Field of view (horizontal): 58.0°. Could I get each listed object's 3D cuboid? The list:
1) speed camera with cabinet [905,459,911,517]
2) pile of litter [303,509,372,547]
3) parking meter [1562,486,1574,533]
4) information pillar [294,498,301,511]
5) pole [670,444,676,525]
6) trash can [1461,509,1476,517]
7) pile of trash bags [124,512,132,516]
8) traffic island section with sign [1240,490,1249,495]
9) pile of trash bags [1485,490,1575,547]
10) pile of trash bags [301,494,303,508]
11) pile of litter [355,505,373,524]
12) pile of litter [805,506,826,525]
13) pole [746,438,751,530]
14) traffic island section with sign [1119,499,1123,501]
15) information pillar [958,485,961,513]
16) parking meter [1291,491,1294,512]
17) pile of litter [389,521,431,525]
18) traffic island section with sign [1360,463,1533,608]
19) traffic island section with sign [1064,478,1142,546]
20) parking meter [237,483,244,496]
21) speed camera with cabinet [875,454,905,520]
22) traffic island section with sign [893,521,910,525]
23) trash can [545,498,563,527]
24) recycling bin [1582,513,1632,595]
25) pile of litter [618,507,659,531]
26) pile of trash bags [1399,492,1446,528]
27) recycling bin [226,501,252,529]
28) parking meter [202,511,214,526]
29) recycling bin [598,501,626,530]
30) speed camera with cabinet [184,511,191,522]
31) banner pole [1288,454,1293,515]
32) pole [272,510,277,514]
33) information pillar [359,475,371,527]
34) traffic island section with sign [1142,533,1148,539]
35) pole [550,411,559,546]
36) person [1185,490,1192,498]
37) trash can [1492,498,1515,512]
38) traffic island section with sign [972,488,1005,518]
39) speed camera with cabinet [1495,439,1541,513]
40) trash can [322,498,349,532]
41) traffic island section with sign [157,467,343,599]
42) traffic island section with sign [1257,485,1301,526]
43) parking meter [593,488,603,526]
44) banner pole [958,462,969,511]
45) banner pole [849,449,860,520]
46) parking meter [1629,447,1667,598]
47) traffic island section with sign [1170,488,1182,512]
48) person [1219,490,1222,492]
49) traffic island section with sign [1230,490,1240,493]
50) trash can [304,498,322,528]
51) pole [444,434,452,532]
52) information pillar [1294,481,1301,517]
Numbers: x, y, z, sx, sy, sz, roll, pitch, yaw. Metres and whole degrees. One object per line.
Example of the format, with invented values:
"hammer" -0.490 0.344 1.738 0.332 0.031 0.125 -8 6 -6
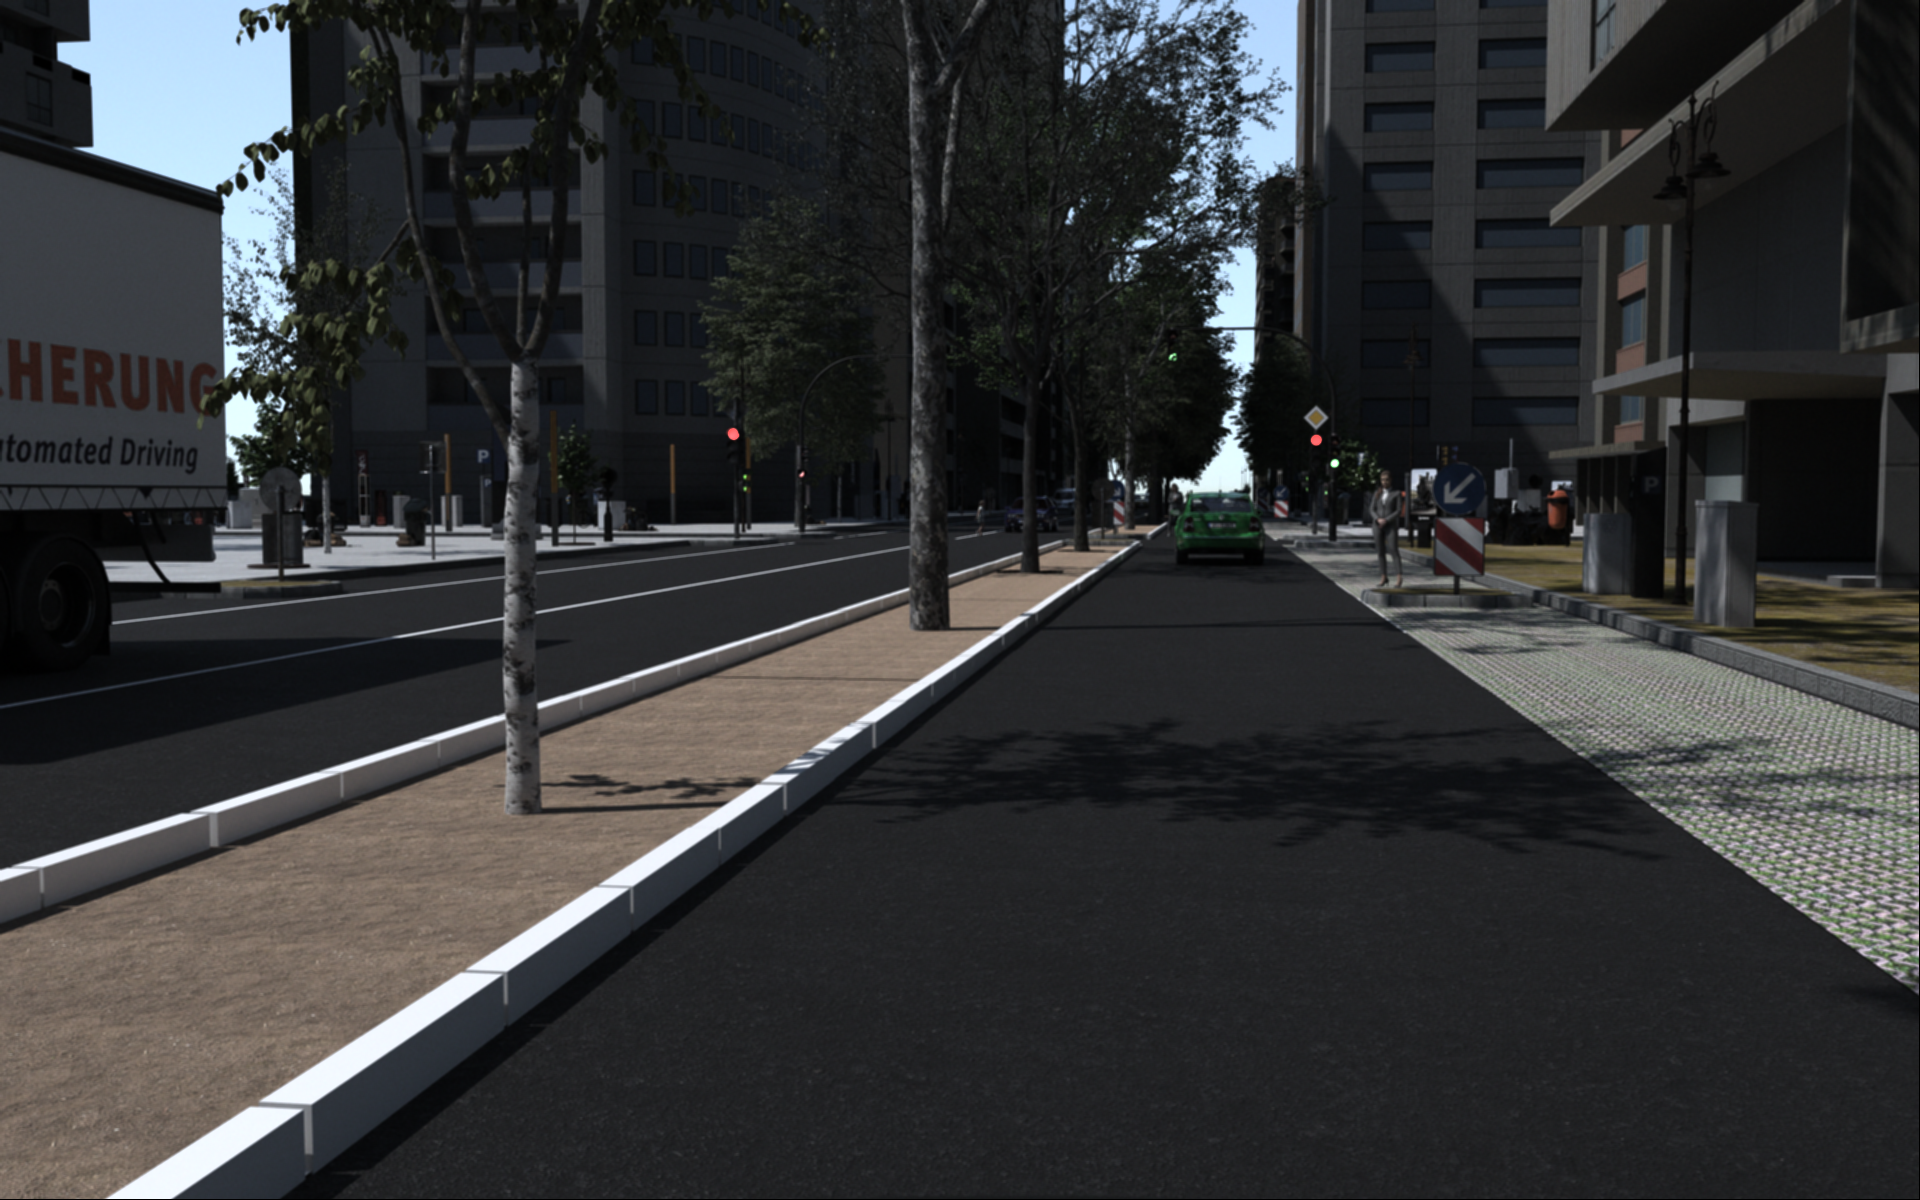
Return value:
"speed camera with cabinet" -3.059 -6.254 96.584 0.660 3.252 2.038 3 4 38
"pile of litter" -15.573 -1.739 42.395 1.719 0.858 1.176 1 4 15
"parking meter" 19.815 -2.940 56.481 0.372 1.533 0.369 0 3 0
"information pillar" -38.942 -5.947 101.733 0.304 2.012 0.304 -3 5 -43
"pole" -11.797 -4.733 71.228 0.158 3.312 0.155 0 3 0
"trash can" 16.880 -2.819 57.747 0.748 1.137 0.748 0 3 0
"pile of trash bags" -53.017 -6.246 111.871 3.447 1.369 1.912 -1 4 -21
"traffic island section with sign" 17.997 -5.823 103.829 1.989 1.847 2.006 1 4 8
"pile of trash bags" 14.398 -2.047 43.225 1.912 1.369 3.447 0 4 -2
"pile of trash bags" -38.352 -5.768 104.054 3.447 1.369 1.912 -3 5 -42
"pile of litter" -25.454 -3.606 72.917 1.176 0.858 1.719 3 4 39
"pile of litter" -6.238 -3.594 72.720 1.176 0.858 1.719 -1 4 -17
"pole" -7.641 -4.205 62.598 0.158 3.312 0.155 0 3 0
"traffic island section with sign" 24.645 -15.664 264.733 1.989 1.847 2.006 1 4 8
"information pillar" 0.034 -6.880 116.980 0.304 2.012 0.304 1 4 12
"parking meter" 23.929 -7.084 124.239 0.372 1.533 0.369 0 3 0
"pile of litter" -23.089 -3.579 72.484 1.719 0.858 1.176 0 4 -5
"traffic island section with sign" 6.294 -0.856 22.624 1.989 1.847 2.006 1 4 8
"traffic island section with sign" 3.934 -2.450 48.190 2.006 1.907 1.989 1 4 8
"parking meter" -37.671 -5.199 90.713 0.255 1.863 0.399 0 4 0
"speed camera with cabinet" -3.590 -5.607 86.013 0.660 3.252 2.038 -2 4 -25
"traffic island section with sign" -1.975 -4.366 80.010 1.989 1.847 2.006 1 4 8
"trash can" -15.745 -3.397 67.189 0.748 1.137 0.748 0 3 0
"recycling bin" 8.459 -0.595 22.285 0.722 1.027 0.722 0 4 8
"pile of litter" -11.262 -2.813 59.961 1.719 0.858 1.176 2 4 31
"pile of trash bags" 17.133 -3.356 64.626 1.912 1.369 3.447 3 4 36
"recycling bin" -26.620 -3.144 63.951 0.722 1.027 0.722 -3 5 -40
"parking meter" -27.623 -3.375 63.589 0.372 1.533 0.369 0 3 0
"recycling bin" -12.429 -3.014 61.832 0.722 1.027 0.722 3 4 37
"speed camera with cabinet" -35.703 -5.296 80.926 0.660 3.252 2.038 0 4 1
"banner pole" 20.676 -7.257 108.672 0.401 3.779 0.863 0 4 -4
"pole" -26.287 -4.434 66.340 0.158 3.312 0.155 0 3 0
"information pillar" -22.914 -3.803 66.669 0.304 2.012 0.304 0 4 7
"traffic island section with sign" 5.000 -2.898 55.521 2.006 1.907 1.989 1 4 8
"pole" -9.933 -2.971 42.416 0.158 3.312 0.155 0 3 0
"person" 22.935 -9.990 171.806 1.348 1.831 0.705 1 4 22
"trash can" 19.071 -3.007 60.812 0.748 1.137 0.748 0 3 0
"traffic island section with sign" 1.868 -5.998 106.691 1.989 1.847 2.006 1 4 8
"speed camera with cabinet" 20.121 -4.167 62.462 2.038 3.252 0.660 -3 4 -38
"trash can" -21.319 -2.915 59.319 0.748 1.137 0.748 0 3 0
"traffic island section with sign" -9.956 -0.980 24.645 1.989 1.847 2.006 1 4 8
"traffic island section with sign" 14.160 -4.191 77.147 1.989 1.847 2.006 1 4 8
"parking meter" -14.379 -3.698 68.867 0.372 1.533 0.369 0 3 0
"banner pole" 0.247 -8.700 132.268 0.863 3.779 0.401 1 4 17
"banner pole" -5.086 -5.769 84.348 0.863 3.779 0.401 -3 5 -40
"parking meter" 8.488 -0.960 21.399 0.399 1.863 0.255 1 4 10
"traffic island section with sign" 15.709 -7.447 129.895 2.006 1.907 1.989 1 4 8
"person" 23.912 -9.204 159.004 0.705 1.821 1.348 0 4 -4
"traffic island section with sign" 25.144 -8.855 153.401 1.989 1.847 2.006 1 4 8
"trash can" -24.529 -3.309 65.750 0.748 1.137 0.748 0 3 0
"pole" -17.393 -3.977 58.865 0.158 3.312 0.155 0 3 0
"information pillar" 18.661 -5.578 95.698 0.304 2.012 0.304 -1 4 -15
